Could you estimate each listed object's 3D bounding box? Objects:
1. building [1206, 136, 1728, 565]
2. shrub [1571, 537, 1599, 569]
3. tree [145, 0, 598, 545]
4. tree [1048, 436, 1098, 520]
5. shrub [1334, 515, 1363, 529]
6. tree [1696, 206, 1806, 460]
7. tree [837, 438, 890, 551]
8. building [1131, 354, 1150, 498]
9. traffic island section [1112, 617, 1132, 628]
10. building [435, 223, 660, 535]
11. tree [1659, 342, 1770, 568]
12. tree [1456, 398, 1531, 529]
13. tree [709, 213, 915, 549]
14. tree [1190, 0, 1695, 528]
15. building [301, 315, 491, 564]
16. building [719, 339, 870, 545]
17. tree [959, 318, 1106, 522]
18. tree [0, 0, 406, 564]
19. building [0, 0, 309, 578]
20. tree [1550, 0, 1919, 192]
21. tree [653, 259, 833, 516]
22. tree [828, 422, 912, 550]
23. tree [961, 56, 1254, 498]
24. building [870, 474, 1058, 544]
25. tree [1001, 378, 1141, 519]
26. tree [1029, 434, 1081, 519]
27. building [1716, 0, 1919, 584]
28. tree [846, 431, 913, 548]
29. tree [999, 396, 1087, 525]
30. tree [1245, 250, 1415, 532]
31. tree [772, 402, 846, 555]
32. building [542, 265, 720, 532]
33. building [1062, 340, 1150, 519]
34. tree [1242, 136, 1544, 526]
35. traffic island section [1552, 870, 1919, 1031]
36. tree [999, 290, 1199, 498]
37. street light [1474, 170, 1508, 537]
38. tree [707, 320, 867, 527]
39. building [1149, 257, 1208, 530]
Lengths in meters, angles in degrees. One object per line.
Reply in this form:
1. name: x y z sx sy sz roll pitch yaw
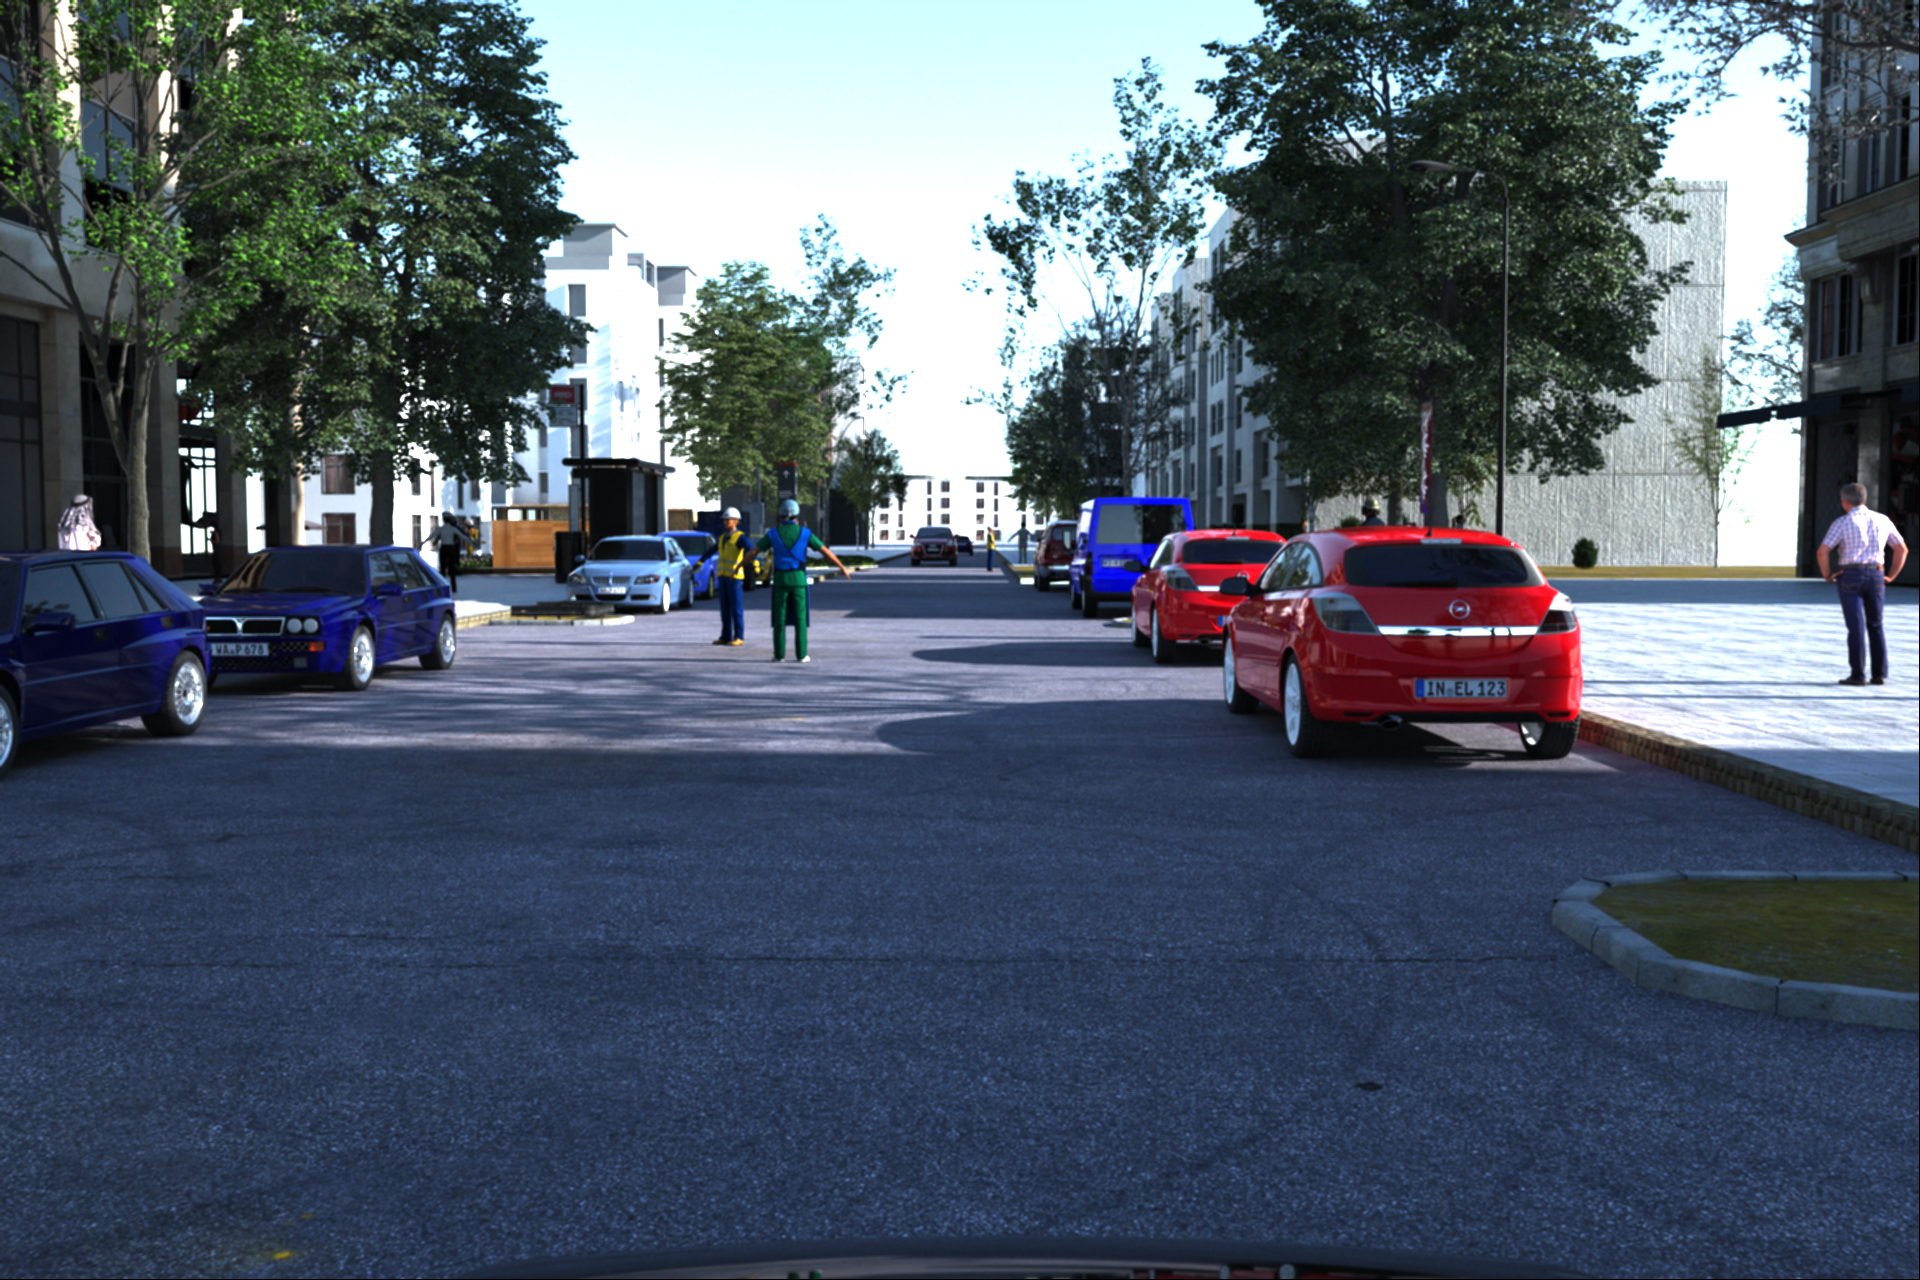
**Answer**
1. building: 22.716 -13.422 85.902 16.747 18.905 31.486 0 4 1
2. shrub: 22.856 -3.195 63.358 1.383 1.207 1.383 0 3 0
3. tree: -12.420 -7.982 37.165 9.857 13.997 8.962 0 3 0
4. tree: 7.150 -9.902 112.261 4.737 8.622 4.395 0 3 0
5. shrub: 14.296 -3.594 63.176 1.690 2.028 1.600 0 3 0
6. tree: 28.794 -8.801 54.266 12.009 13.543 11.850 0 3 0
7. tree: -7.697 -11.131 132.359 4.737 8.622 4.395 0 3 0
8. building: 22.822 -19.674 178.087 16.016 20.090 11.380 0 4 1
9. traffic island section: 3.394 -0.260 27.117 1.991 0.108 1.994 0 4 1
10. building: -25.834 -15.302 106.611 16.016 20.090 11.380 0 4 1
11. tree: 28.983 -7.070 65.951 4.360 8.622 3.978 0 3 0
12. tree: 19.771 -7.139 67.092 4.737 8.622 4.395 0 3 0
13. tree: -9.029 -15.248 105.188 12.611 20.169 13.585 0 3 0
14. tree: 9.236 -7.769 33.686 9.857 13.997 8.962 0 3 0
15. building: -25.922 -8.390 79.321 9.099 9.664 28.070 0 4 0
16. building: -25.198 -21.556 196.416 27.936 21.610 32.646 0 4 1
17. tree: 6.758 -18.150 152.637 12.611 20.169 13.585 0 3 0
18. tree: -11.907 -6.037 24.457 9.928 11.665 9.643 0 3 0
19. building: -32.112 -16.568 37.109 22.709 31.103 35.509 0 4 1
20. tree: 9.090 -6.259 12.700 12.009 13.543 11.850 0 3 0
21. tree: -9.266 -9.424 72.211 7.486 12.596 7.792 0 3 0
22. tree: -7.415 -12.749 142.854 7.601 10.594 8.767 -2 4 -28
23. tree: 6.419 -13.194 71.606 12.611 20.169 13.585 0 3 0
24. building: 0.109 -18.378 245.085 28.070 9.664 9.099 0 4 -8
25. tree: 6.891 -10.307 102.930 8.767 10.594 7.601 -2 4 -28
26. tree: 7.504 -10.709 125.450 4.360 8.622 3.978 0 3 0
27. building: 26.360 -17.826 37.565 12.429 33.558 17.177 0 4 0
28. tree: -7.536 -13.467 154.594 8.767 10.594 7.601 3 5 41
29. tree: 6.789 -13.579 140.140 7.486 12.596 7.792 0 3 0
30. tree: 8.688 -5.715 43.797 4.360 8.622 3.978 0 3 0
31. tree: -8.686 -8.832 94.771 4.360 8.622 3.978 0 3 0
32. building: -24.030 -16.315 123.170 16.016 20.090 11.380 0 4 1
33. building: 25.531 -21.669 198.260 27.936 21.610 32.646 0 4 1
34. tree: 13.662 -9.048 54.597 9.857 13.997 8.962 0 3 0
35. traffic island section: 3.157 1.034 5.953 1.991 0.108 1.994 0 4 1
36. tree: 7.173 -10.779 86.599 12.009 13.543 11.850 0 3 0
37. street light: 7.341 -3.007 21.706 1.470 5.913 1.316 0 4 1
38. tree: -8.621 -9.629 83.193 9.928 11.665 9.643 0 3 0
39. building: 22.871 -15.455 119.152 16.747 18.905 31.486 0 4 1
